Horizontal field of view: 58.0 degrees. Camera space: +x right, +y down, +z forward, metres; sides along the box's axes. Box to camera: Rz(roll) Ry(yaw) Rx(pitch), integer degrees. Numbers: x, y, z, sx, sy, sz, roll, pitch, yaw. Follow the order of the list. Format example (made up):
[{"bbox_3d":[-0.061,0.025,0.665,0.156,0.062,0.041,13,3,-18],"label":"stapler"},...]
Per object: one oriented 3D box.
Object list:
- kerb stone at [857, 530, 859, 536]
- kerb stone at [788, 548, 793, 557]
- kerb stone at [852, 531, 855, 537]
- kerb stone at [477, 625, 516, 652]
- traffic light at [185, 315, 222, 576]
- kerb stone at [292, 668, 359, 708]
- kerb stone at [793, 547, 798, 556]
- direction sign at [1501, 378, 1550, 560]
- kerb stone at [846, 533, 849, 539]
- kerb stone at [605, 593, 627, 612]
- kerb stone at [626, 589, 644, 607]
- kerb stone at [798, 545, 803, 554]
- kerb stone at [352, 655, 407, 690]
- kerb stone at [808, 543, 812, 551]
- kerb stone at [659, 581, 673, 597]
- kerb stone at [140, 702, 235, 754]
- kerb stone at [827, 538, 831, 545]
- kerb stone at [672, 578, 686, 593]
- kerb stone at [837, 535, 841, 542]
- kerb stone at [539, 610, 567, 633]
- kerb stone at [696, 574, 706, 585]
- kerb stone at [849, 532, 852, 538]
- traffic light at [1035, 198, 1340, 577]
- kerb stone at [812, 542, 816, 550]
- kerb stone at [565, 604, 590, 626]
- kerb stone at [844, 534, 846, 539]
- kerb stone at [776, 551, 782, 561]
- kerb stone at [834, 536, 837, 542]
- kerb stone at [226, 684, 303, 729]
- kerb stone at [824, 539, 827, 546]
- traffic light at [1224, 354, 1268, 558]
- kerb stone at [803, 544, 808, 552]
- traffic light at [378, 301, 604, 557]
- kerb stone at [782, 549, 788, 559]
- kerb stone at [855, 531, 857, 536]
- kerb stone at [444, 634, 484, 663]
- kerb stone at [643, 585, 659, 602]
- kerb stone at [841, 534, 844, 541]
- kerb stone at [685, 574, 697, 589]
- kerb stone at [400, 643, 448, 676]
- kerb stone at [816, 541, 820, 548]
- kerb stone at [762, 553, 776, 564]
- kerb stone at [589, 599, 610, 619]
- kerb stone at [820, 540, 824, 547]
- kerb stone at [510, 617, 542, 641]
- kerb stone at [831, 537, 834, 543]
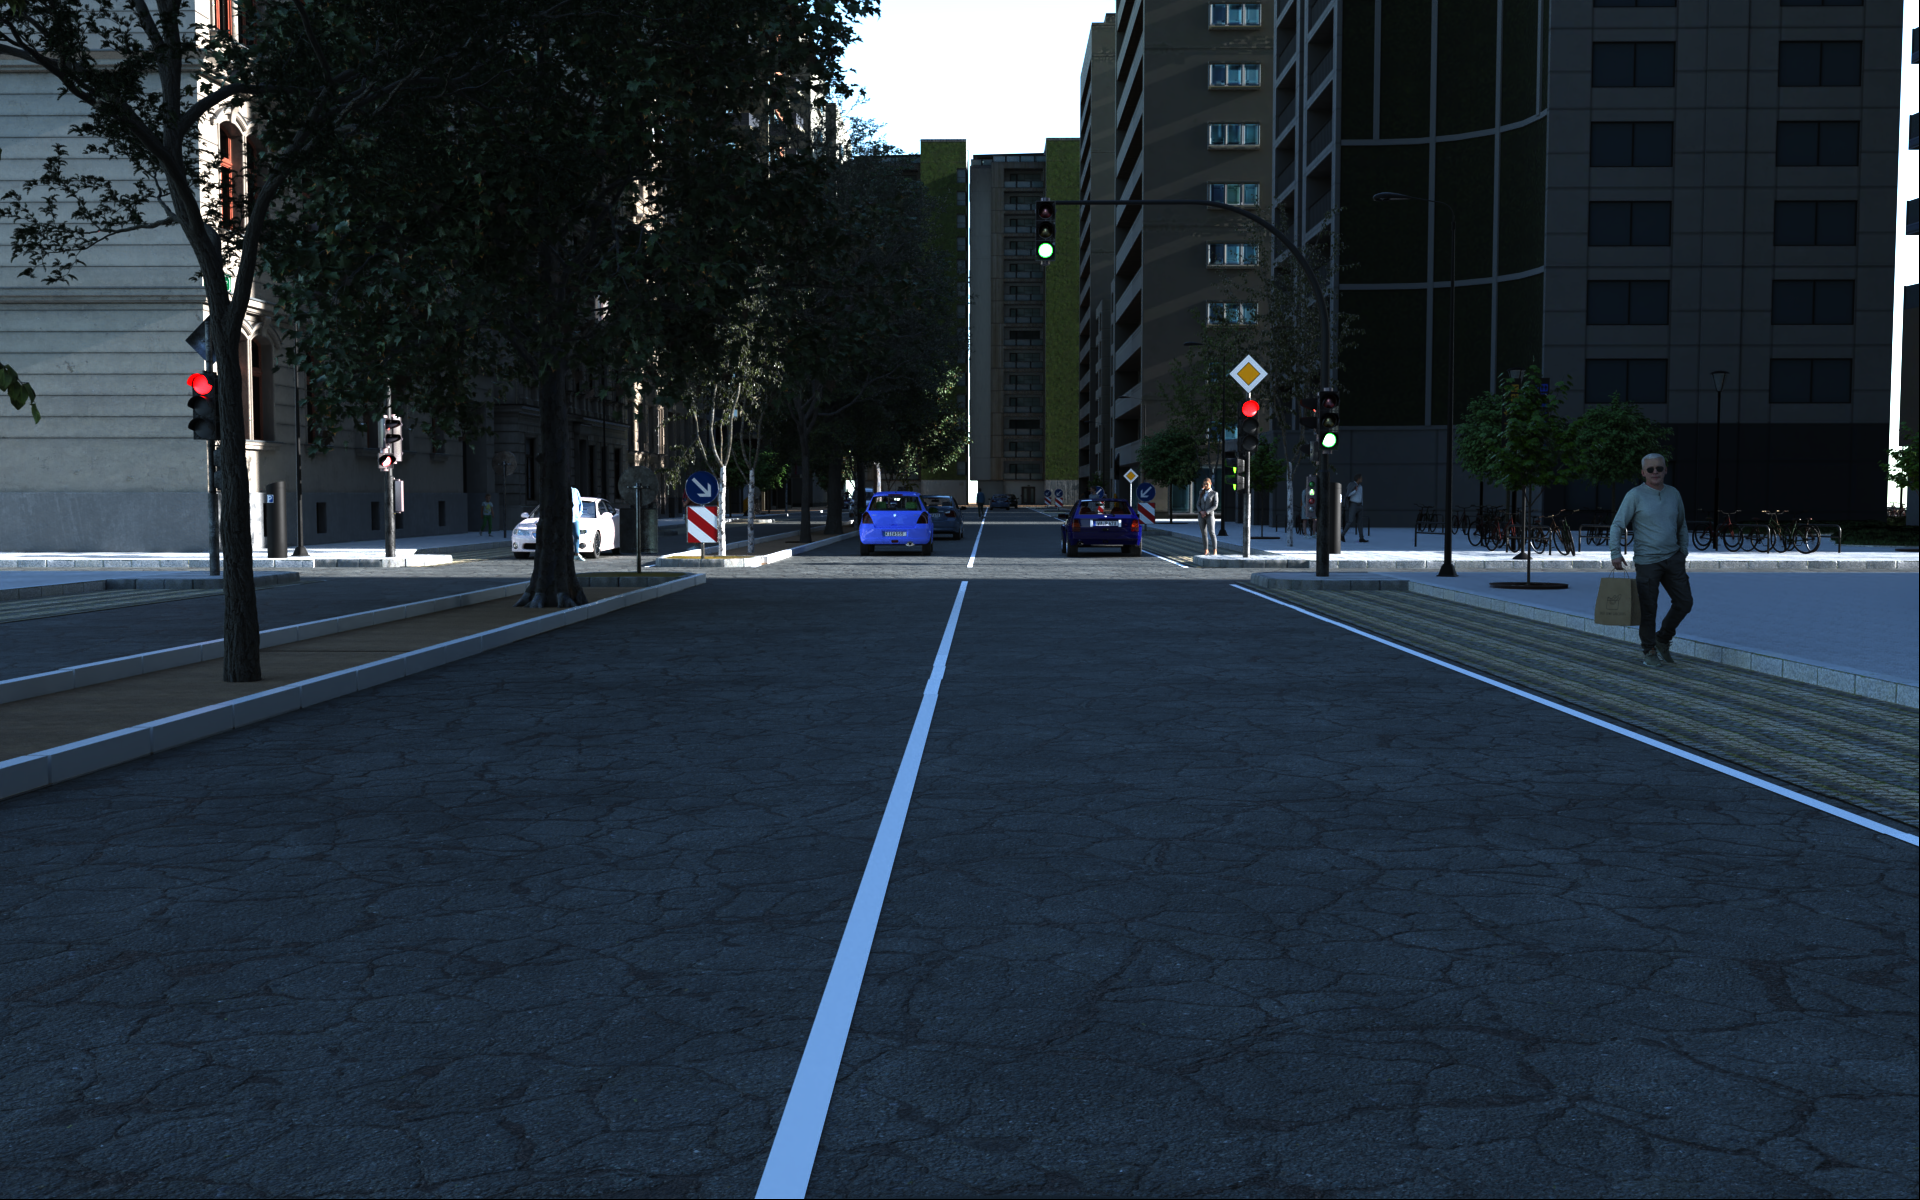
[{"bbox_3d":[-3.609,-2.236,58.794,0.120,0.150,1.000,0,4,1],"label":"kerb stone"},{"bbox_3d":[-3.966,-1.046,39.296,0.120,0.150,1.000,0,4,1],"label":"kerb stone"},{"bbox_3d":[-3.637,-2.108,56.731,0.120,0.150,1.000,0,4,1],"label":"kerb stone"},{"bbox_3d":[-4.375,0.368,16.181,0.120,0.150,1.000,0,4,1],"label":"kerb stone"},{"bbox_3d":[-11.735,-2.341,27.198,0.839,4.253,0.868,0,4,1],"label":"traffic light"},{"bbox_3d":[-4.455,0.618,12.088,0.120,0.150,1.000,0,4,1],"label":"kerb stone"},{"bbox_3d":[-3.943,-1.109,40.321,0.120,0.150,1.000,0,4,1],"label":"kerb stone"},{"bbox_3d":[11.046,-2.563,33.897,0.876,3.537,0.379,1,4,16],"label":"direction sign"},{"bbox_3d":[-3.680,-1.987,54.687,0.120,0.150,1.000,0,4,1],"label":"kerb stone"},{"bbox_3d":[-4.296,0.053,21.336,0.120,0.150,1.000,0,4,1],"label":"kerb stone"},{"bbox_3d":[-4.273,-0.010,22.364,0.120,0.150,1.000,0,4,1],"label":"kerb stone"},{"bbox_3d":[-3.928,-1.172,41.355,0.120,0.150,1.000,0,4,1],"label":"kerb stone"},{"bbox_3d":[-4.434,0.558,13.109,0.120,0.150,1.000,0,4,1],"label":"kerb stone"},{"bbox_3d":[-3.883,-1.297,43.399,0.120,0.150,1.000,0,4,1],"label":"kerb stone"},{"bbox_3d":[-4.228,-0.131,24.410,0.120,0.150,1.000,0,4,1],"label":"kerb stone"},{"bbox_3d":[-4.497,0.743,10.044,0.120,0.150,1.000,0,4,1],"label":"kerb stone"},{"bbox_3d":[-3.786,-1.611,48.529,0.120,0.150,1.000,0,4,1],"label":"kerb stone"},{"bbox_3d":[-4.206,-0.198,25.432,0.120,0.150,1.000,0,4,1],"label":"kerb stone"},{"bbox_3d":[-3.740,-1.799,51.607,0.120,0.150,1.000,0,4,1],"label":"kerb stone"},{"bbox_3d":[-4.353,0.242,18.251,0.120,0.150,1.000,0,4,1],"label":"kerb stone"},{"bbox_3d":[-4.174,-0.321,27.487,0.120,0.150,1.000,0,4,1],"label":"kerb stone"},{"bbox_3d":[-3.656,-2.049,55.709,0.120,0.150,1.000,0,4,1],"label":"kerb stone"},{"bbox_3d":[3.530,-3.188,26.796,4.771,5.953,1.251,0,4,1],"label":"traffic light"},{"bbox_3d":[-3.867,-1.359,44.421,0.120,0.150,1.000,0,4,1],"label":"kerb stone"},{"bbox_3d":[-4.328,0.179,19.281,0.120,0.150,1.000,0,4,1],"label":"kerb stone"},{"bbox_3d":[-3.708,-1.924,53.657,0.120,0.150,1.000,0,4,1],"label":"kerb stone"},{"bbox_3d":[-4.000,-0.919,37.248,0.120,0.150,1.000,0,4,1],"label":"kerb stone"},{"bbox_3d":[-3.764,-1.736,50.576,0.120,0.150,1.000,0,4,1],"label":"kerb stone"},{"bbox_3d":[-4.477,0.682,11.066,0.120,0.150,1.000,0,4,1],"label":"kerb stone"},{"bbox_3d":[-3.811,-1.548,47.498,0.120,0.150,1.000,0,4,1],"label":"kerb stone"},{"bbox_3d":[5.769,-2.811,34.883,0.839,4.253,0.868,0,4,1],"label":"traffic light"},{"bbox_3d":[-3.904,-1.234,42.377,0.120,0.150,1.000,0,4,1],"label":"kerb stone"},{"bbox_3d":[-9.496,-3.701,35.179,4.771,5.953,1.251,0,4,1],"label":"traffic light"},{"bbox_3d":[-3.982,-0.983,38.270,0.120,0.150,1.000,0,4,1],"label":"kerb stone"},{"bbox_3d":[-3.628,-2.173,57.765,0.120,0.150,1.000,0,4,1],"label":"kerb stone"},{"bbox_3d":[-4.398,0.432,15.155,0.120,0.150,1.000,0,4,1],"label":"kerb stone"},{"bbox_3d":[-4.253,-0.073,23.389,0.120,0.150,1.000,0,4,1],"label":"kerb stone"},{"bbox_3d":[-3.714,-1.861,52.635,0.120,0.150,1.000,0,4,1],"label":"kerb stone"},{"bbox_3d":[-4.198,-0.255,26.462,0.120,0.150,1.000,0,4,1],"label":"kerb stone"},{"bbox_3d":[-4.414,0.494,14.133,0.120,0.150,1.000,0,4,1],"label":"kerb stone"},{"bbox_3d":[-3.855,-1.423,45.454,0.120,0.150,1.000,0,4,1],"label":"kerb stone"},{"bbox_3d":[-4.017,-0.858,36.221,0.120,0.150,1.000,0,4,1],"label":"kerb stone"},{"bbox_3d":[-4.306,0.119,20.303,0.120,0.150,1.000,0,4,1],"label":"kerb stone"},{"bbox_3d":[-3.835,-1.485,46.476,0.120,0.150,1.000,0,4,1],"label":"kerb stone"},{"bbox_3d":[-4.369,0.306,17.215,0.120,0.150,1.000,0,4,1],"label":"kerb stone"},{"bbox_3d":[-3.770,-1.673,49.551,0.120,0.150,1.000,0,4,1],"label":"kerb stone"}]
